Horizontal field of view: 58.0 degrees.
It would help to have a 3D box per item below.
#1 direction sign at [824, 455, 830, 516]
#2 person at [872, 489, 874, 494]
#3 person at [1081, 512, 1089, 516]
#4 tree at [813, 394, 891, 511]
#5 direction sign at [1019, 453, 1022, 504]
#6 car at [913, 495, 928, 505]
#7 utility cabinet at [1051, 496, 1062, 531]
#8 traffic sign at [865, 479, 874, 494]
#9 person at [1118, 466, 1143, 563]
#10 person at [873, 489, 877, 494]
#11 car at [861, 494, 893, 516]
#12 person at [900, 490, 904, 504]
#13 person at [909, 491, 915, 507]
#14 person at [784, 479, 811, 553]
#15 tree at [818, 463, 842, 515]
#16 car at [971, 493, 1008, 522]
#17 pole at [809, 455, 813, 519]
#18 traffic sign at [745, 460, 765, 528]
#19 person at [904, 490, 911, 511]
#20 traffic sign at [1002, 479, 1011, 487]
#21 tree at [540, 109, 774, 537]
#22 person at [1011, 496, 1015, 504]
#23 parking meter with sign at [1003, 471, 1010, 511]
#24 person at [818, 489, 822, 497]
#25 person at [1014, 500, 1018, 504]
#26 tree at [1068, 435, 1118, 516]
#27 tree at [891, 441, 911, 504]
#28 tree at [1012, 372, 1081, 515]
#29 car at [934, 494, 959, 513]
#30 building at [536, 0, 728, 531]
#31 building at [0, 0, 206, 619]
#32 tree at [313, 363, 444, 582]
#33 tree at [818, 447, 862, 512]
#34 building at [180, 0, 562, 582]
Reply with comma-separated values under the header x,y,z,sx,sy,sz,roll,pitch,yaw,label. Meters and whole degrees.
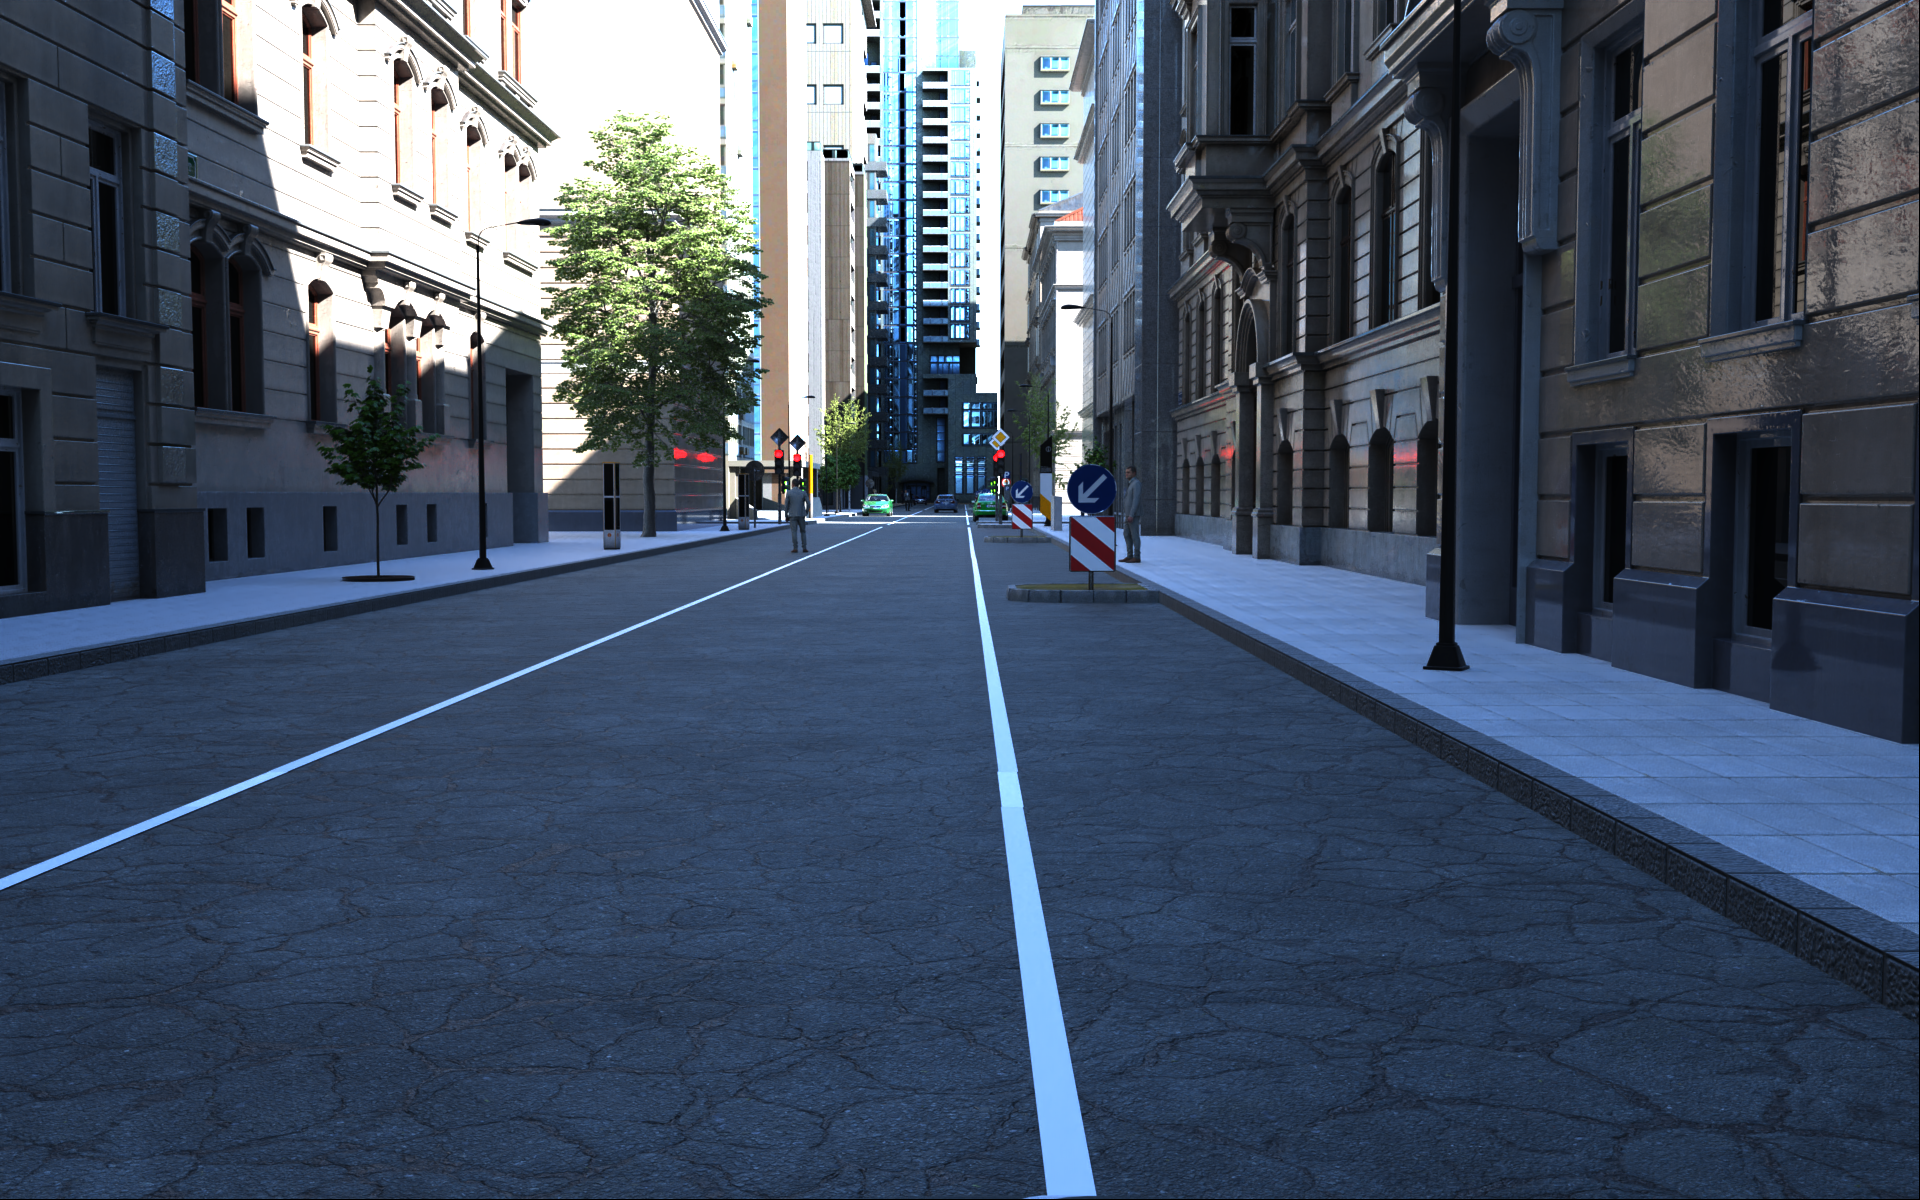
x,y,z,sx,sy,sz,roll,pitch,yaw,label
-7.795,-6.675,101.141,0.379,3.537,0.876,0,4,-7,direction sign
-8.094,-9.699,165.147,0.721,1.766,1.217,-1,4,-20,person
4.656,-3.516,63.438,0.656,1.842,0.836,-3,5,-40,person
-8.754,-11.230,133.967,4.737,8.622,4.395,0,3,0,tree
3.378,-6.410,96.806,0.379,3.537,0.876,0,4,-4,direction sign
-5.121,-12.905,223.580,1.945,1.354,3.894,0,4,-1,car
3.405,-3.048,61.000,0.306,1.237,1.020,0,4,-4,utility cabinet
-7.617,-8.951,146.452,0.768,2.556,0.104,0,4,3,traffic sign
3.231,-1.604,32.370,0.391,1.810,0.635,-1,4,-11,person
-6.309,-7.325,128.443,0.728,1.800,0.709,1,4,19,person
-5.374,-6.191,113.023,2.131,1.459,4.920,0,4,0,car
-7.535,-13.329,224.423,0.568,1.767,0.683,-2,4,-24,person
-5.519,-11.342,193.953,1.348,1.822,0.705,0,4,8,person
-3.991,-2.073,42.488,0.635,1.810,0.391,-1,4,-22,person
-8.078,-6.907,107.528,1.663,3.219,1.824,0,3,0,tree
1.580,-5.035,91.115,1.959,1.807,4.718,0,4,-1,car
-7.780,-5.896,90.249,0.158,3.312,0.155,0,3,0,pole
-7.778,-4.006,65.601,0.768,2.556,0.104,1,4,9,traffic sign
-4.489,-8.481,147.342,0.592,1.802,0.473,0,4,-5,person
3.548,-8.149,133.341,0.768,2.556,0.104,0,4,1,traffic sign
-9.163,-8.187,51.993,7.486,12.596,7.792,0,3,0,tree
4.839,-9.331,158.241,0.705,1.869,1.348,1,4,8,person
3.577,-8.318,132.259,0.543,3.016,1.738,0,4,0,parking meter with sign
-10.771,-7.712,131.932,0.447,1.846,0.655,1,4,14,person
3.690,-6.292,109.330,0.534,1.772,0.576,3,4,36,person
4.364,-3.811,56.915,1.663,3.219,1.824,0,3,0,tree
-8.651,-17.385,234.614,4.737,8.622,4.395,0,3,0,tree
5.035,-9.379,103.715,4.737,8.622,4.395,0,3,0,tree
-1.080,-7.459,133.959,2.014,1.417,4.499,0,4,1,car
-19.445,-17.083,65.208,20.117,28.700,13.634,0,3,0,building
-15.513,-12.993,9.705,12.463,27.353,25.104,0,3,0,building
-8.749,-1.909,25.817,1.663,3.219,1.824,0,3,0,tree
-8.438,-8.455,121.958,4.285,4.588,4.351,0,3,0,tree
-17.246,-15.108,34.399,14.401,28.519,23.554,0,3,0,building
